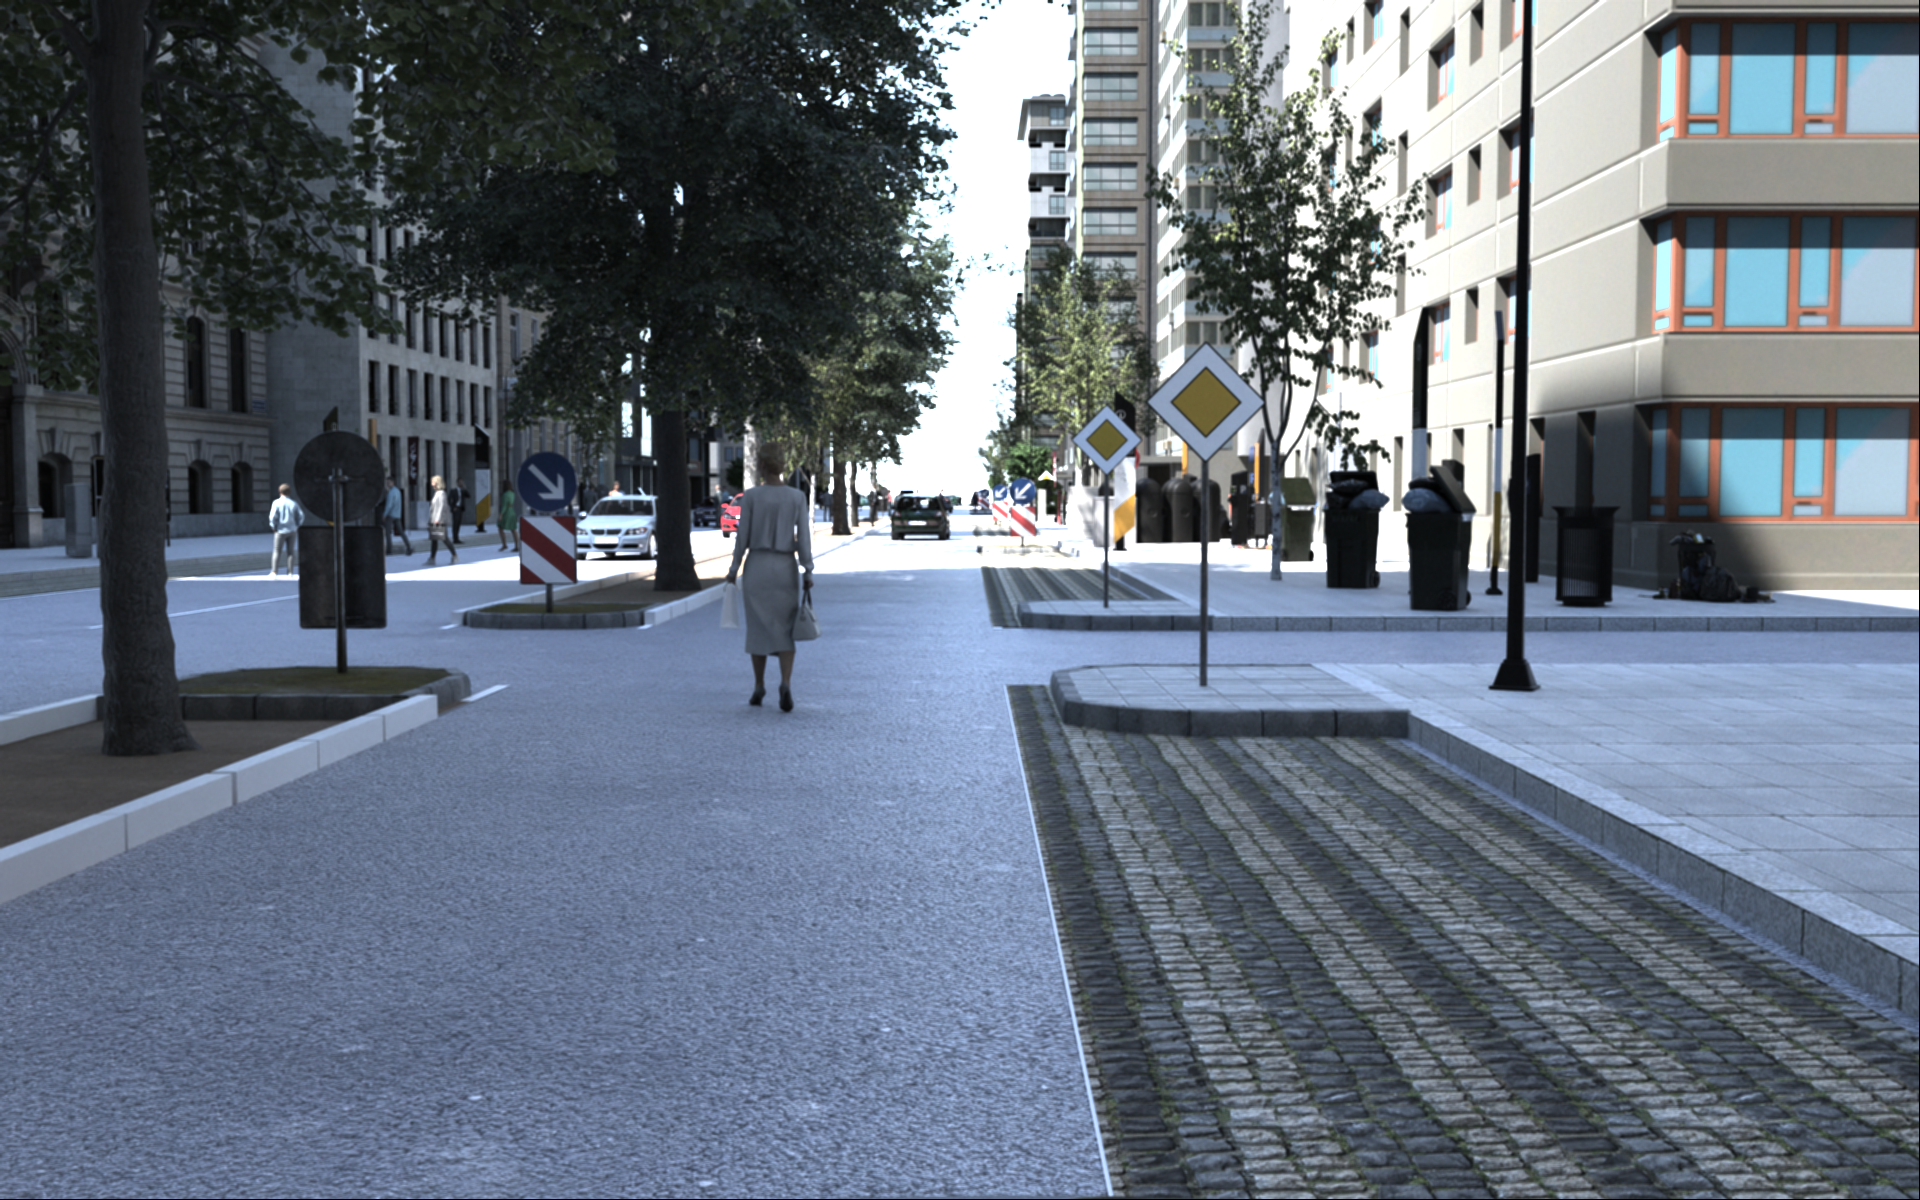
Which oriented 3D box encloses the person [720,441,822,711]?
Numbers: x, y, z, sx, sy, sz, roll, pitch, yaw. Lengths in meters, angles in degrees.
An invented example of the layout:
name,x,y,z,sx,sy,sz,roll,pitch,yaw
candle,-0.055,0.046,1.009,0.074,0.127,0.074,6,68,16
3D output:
name,x,y,z,sx,sy,sz,roll,pitch,yaw
person,-1.280,-0.163,11.516,0.694,1.780,0.624,0,4,2

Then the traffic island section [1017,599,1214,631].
name,x,y,z,sx,sy,sz,roll,pitch,yaw
traffic island section,1.670,0.165,19.586,2.009,0.180,2.903,0,4,0

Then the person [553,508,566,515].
name,x,y,z,sx,sy,sz,roll,pitch,yaw
person,-11.201,-2.453,48.632,0.654,1.822,0.581,1,4,23

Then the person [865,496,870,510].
name,x,y,z,sx,sy,sz,roll,pitch,yaw
person,-7.551,-8.495,148.076,1.217,1.739,0.721,1,4,17

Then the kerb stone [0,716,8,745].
name,x,y,z,sx,sy,sz,roll,pitch,yaw
kerb stone,-5.493,0.776,9.559,0.120,0.150,1.000,0,4,0

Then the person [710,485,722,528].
name,x,y,z,sx,sy,sz,roll,pitch,yaw
person,-10.159,-3.888,72.252,0.590,1.801,0.661,-1,4,-16

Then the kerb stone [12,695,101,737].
name,x,y,z,sx,sy,sz,roll,pitch,yaw
kerb stone,-5.505,0.711,10.581,0.120,0.150,1.000,0,4,0

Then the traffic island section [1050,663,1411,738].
name,x,y,z,sx,sy,sz,roll,pitch,yaw
traffic island section,1.648,0.653,11.601,2.009,0.180,2.903,0,4,0

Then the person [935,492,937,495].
name,x,y,z,sx,sy,sz,roll,pitch,yaw
person,-3.471,-14.888,252.652,0.721,1.736,1.217,0,4,4

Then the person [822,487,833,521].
name,x,y,z,sx,sy,sz,roll,pitch,yaw
person,-6.958,-5.025,90.928,0.678,1.792,0.850,1,4,11

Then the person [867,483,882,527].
name,x,y,z,sx,sy,sz,roll,pitch,yaw
person,-3.690,-4.120,75.223,0.474,1.900,0.648,2,4,28

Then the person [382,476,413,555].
name,x,y,z,sx,sy,sz,roll,pitch,yaw
person,-13.165,-1.956,40.344,0.748,1.841,0.638,1,4,20

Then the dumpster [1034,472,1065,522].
name,x,y,z,sx,sy,sz,roll,pitch,yaw
dumpster,3.952,-4.641,78.372,1.502,2.255,1.985,0,4,0

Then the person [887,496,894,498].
name,x,y,z,sx,sy,sz,roll,pitch,yaw
person,-9.120,-13.039,221.326,1.348,1.869,0.705,-1,4,-12

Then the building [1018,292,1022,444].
name,x,y,z,sx,sy,sz,roll,pitch,yaw
building,14.485,-26.509,205.127,14.160,30.474,14.107,0,4,0

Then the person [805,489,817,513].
name,x,y,z,sx,sy,sz,roll,pitch,yaw
person,-11.706,-7.703,134.472,1.348,1.821,0.705,2,4,27

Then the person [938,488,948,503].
name,x,y,z,sx,sy,sz,roll,pitch,yaw
person,-0.965,-5.515,99.122,0.568,1.767,0.683,0,4,1

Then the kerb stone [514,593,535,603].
name,x,y,z,sx,sy,sz,roll,pitch,yaw
kerb stone,-5.473,0.049,21.398,0.120,0.150,1.000,0,4,0

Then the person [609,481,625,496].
name,x,y,z,sx,sy,sz,roll,pitch,yaw
person,-10.193,-2.611,51.292,0.616,1.811,0.778,-1,4,-15

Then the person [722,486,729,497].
name,x,y,z,sx,sy,sz,roll,pitch,yaw
person,-12.556,-5.162,92.761,0.748,1.841,0.638,3,5,44

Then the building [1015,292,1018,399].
name,x,y,z,sx,sy,sz,roll,pitch,yaw
building,14.814,-29.076,247.088,14.160,30.474,14.107,0,4,0

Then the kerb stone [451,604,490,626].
name,x,y,z,sx,sy,sz,roll,pitch,yaw
kerb stone,-5.473,0.174,19.345,0.120,0.150,1.000,0,4,0

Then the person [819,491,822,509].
name,x,y,z,sx,sy,sz,roll,pitch,yaw
person,-13.451,-9.760,168.527,0.568,1.767,0.683,0,4,2

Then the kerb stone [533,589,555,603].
name,x,y,z,sx,sy,sz,roll,pitch,yaw
kerb stone,-5.463,-0.013,22.430,0.120,0.150,1.000,0,4,0

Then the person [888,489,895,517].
name,x,y,z,sx,sy,sz,roll,pitch,yaw
person,-4.299,-6.072,108.489,0.721,1.743,1.217,-1,4,-17

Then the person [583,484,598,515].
name,x,y,z,sx,sy,sz,roll,pitch,yaw
person,-14.259,-3.582,67.166,0.694,1.812,0.767,1,4,9

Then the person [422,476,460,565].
name,x,y,z,sx,sy,sz,roll,pitch,yaw
person,-10.443,-1.601,34.852,0.728,1.800,0.709,-2,4,-26

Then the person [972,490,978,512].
name,x,y,z,sx,sy,sz,roll,pitch,yaw
person,1.137,-7.312,128.970,0.541,1.710,0.530,-1,4,-21

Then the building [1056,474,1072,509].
name,x,y,z,sx,sy,sz,roll,pitch,yaw
building,23.814,-28.346,155.344,32.217,40.220,23.993,0,4,0

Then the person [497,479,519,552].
name,x,y,z,sx,sy,sz,roll,pitch,yaw
person,-11.233,-2.098,43.051,0.529,1.795,0.600,0,4,5

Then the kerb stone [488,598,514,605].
name,x,y,z,sx,sy,sz,roll,pitch,yaw
kerb stone,-5.468,0.111,20.376,0.120,0.150,1.000,0,4,0

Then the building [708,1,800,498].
name,x,y,z,sx,sy,sz,roll,pitch,yaw
building,-29.971,-39.900,194.362,21.231,58.520,28.212,0,4,0

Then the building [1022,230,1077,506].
name,x,y,z,sx,sy,sz,roll,pitch,yaw
building,14.504,-25.648,191.045,14.160,30.474,14.107,0,4,0

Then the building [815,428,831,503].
name,x,y,z,sx,sy,sz,roll,pitch,yaw
building,-25.715,-36.348,244.392,14.600,45.320,14.200,0,4,0

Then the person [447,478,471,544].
name,x,y,z,sx,sy,sz,roll,pitch,yaw
person,-14.399,-2.568,49.841,0.474,1.900,0.648,1,4,20

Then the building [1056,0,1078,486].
name,x,y,z,sx,sy,sz,roll,pitch,yaw
building,19.368,-31.054,127.344,23.786,49.044,30.456,0,4,0

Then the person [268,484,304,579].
name,x,y,z,sx,sy,sz,roll,pitch,yaw
person,-11.455,-1.169,29.420,0.589,1.601,0.330,-2,4,-30

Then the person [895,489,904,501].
name,x,y,z,sx,sy,sz,roll,pitch,yaw
person,-3.772,-6.351,113.124,1.217,1.735,0.721,-3,5,-40

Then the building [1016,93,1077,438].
name,x,y,z,sx,sy,sz,roll,pitch,yaw
building,21.992,-38.917,225.532,28.713,52.752,27.495,0,4,0

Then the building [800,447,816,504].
name,x,y,z,sx,sy,sz,roll,pitch,yaw
building,-25.731,-27.208,216.544,14.160,30.474,14.107,0,4,0

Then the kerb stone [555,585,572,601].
name,x,y,z,sx,sy,sz,roll,pitch,yaw
kerb stone,-5.463,-0.073,23.458,0.120,0.150,1.000,0,4,0

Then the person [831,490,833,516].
name,x,y,z,sx,sy,sz,roll,pitch,yaw
person,-8.163,-6.195,110.619,1.217,1.723,0.721,3,5,42

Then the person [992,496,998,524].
name,x,y,z,sx,sy,sz,roll,pitch,yaw
person,1.708,-4.431,81.190,0.600,1.795,0.529,2,4,27

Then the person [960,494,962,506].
name,x,y,z,sx,sy,sz,roll,pitch,yaw
person,0.145,-12.443,215.195,0.557,1.426,1.065,0,4,3

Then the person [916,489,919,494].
name,x,y,z,sx,sy,sz,roll,pitch,yaw
person,-2.333,-5.362,96.988,1.217,1.723,0.721,1,4,15

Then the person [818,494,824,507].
name,x,y,z,sx,sy,sz,roll,pitch,yaw
person,-12.259,-8.771,155.168,1.065,1.426,0.557,-1,4,-23

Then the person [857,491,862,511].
name,x,y,z,sx,sy,sz,roll,pitch,yaw
person,-8.785,-8.583,149.758,0.530,1.710,0.541,-1,4,-17

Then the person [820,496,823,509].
name,x,y,z,sx,sy,sz,roll,pitch,yaw
person,-13.211,-9.500,167.019,0.628,1.438,0.799,0,4,4

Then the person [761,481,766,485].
name,x,y,z,sx,sy,sz,roll,pitch,yaw
person,-6.168,-2.837,54.791,0.656,1.842,0.836,-1,4,-10

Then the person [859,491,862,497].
name,x,y,z,sx,sy,sz,roll,pitch,yaw
person,-10.947,-11.207,191.815,1.350,1.814,0.705,1,4,13
